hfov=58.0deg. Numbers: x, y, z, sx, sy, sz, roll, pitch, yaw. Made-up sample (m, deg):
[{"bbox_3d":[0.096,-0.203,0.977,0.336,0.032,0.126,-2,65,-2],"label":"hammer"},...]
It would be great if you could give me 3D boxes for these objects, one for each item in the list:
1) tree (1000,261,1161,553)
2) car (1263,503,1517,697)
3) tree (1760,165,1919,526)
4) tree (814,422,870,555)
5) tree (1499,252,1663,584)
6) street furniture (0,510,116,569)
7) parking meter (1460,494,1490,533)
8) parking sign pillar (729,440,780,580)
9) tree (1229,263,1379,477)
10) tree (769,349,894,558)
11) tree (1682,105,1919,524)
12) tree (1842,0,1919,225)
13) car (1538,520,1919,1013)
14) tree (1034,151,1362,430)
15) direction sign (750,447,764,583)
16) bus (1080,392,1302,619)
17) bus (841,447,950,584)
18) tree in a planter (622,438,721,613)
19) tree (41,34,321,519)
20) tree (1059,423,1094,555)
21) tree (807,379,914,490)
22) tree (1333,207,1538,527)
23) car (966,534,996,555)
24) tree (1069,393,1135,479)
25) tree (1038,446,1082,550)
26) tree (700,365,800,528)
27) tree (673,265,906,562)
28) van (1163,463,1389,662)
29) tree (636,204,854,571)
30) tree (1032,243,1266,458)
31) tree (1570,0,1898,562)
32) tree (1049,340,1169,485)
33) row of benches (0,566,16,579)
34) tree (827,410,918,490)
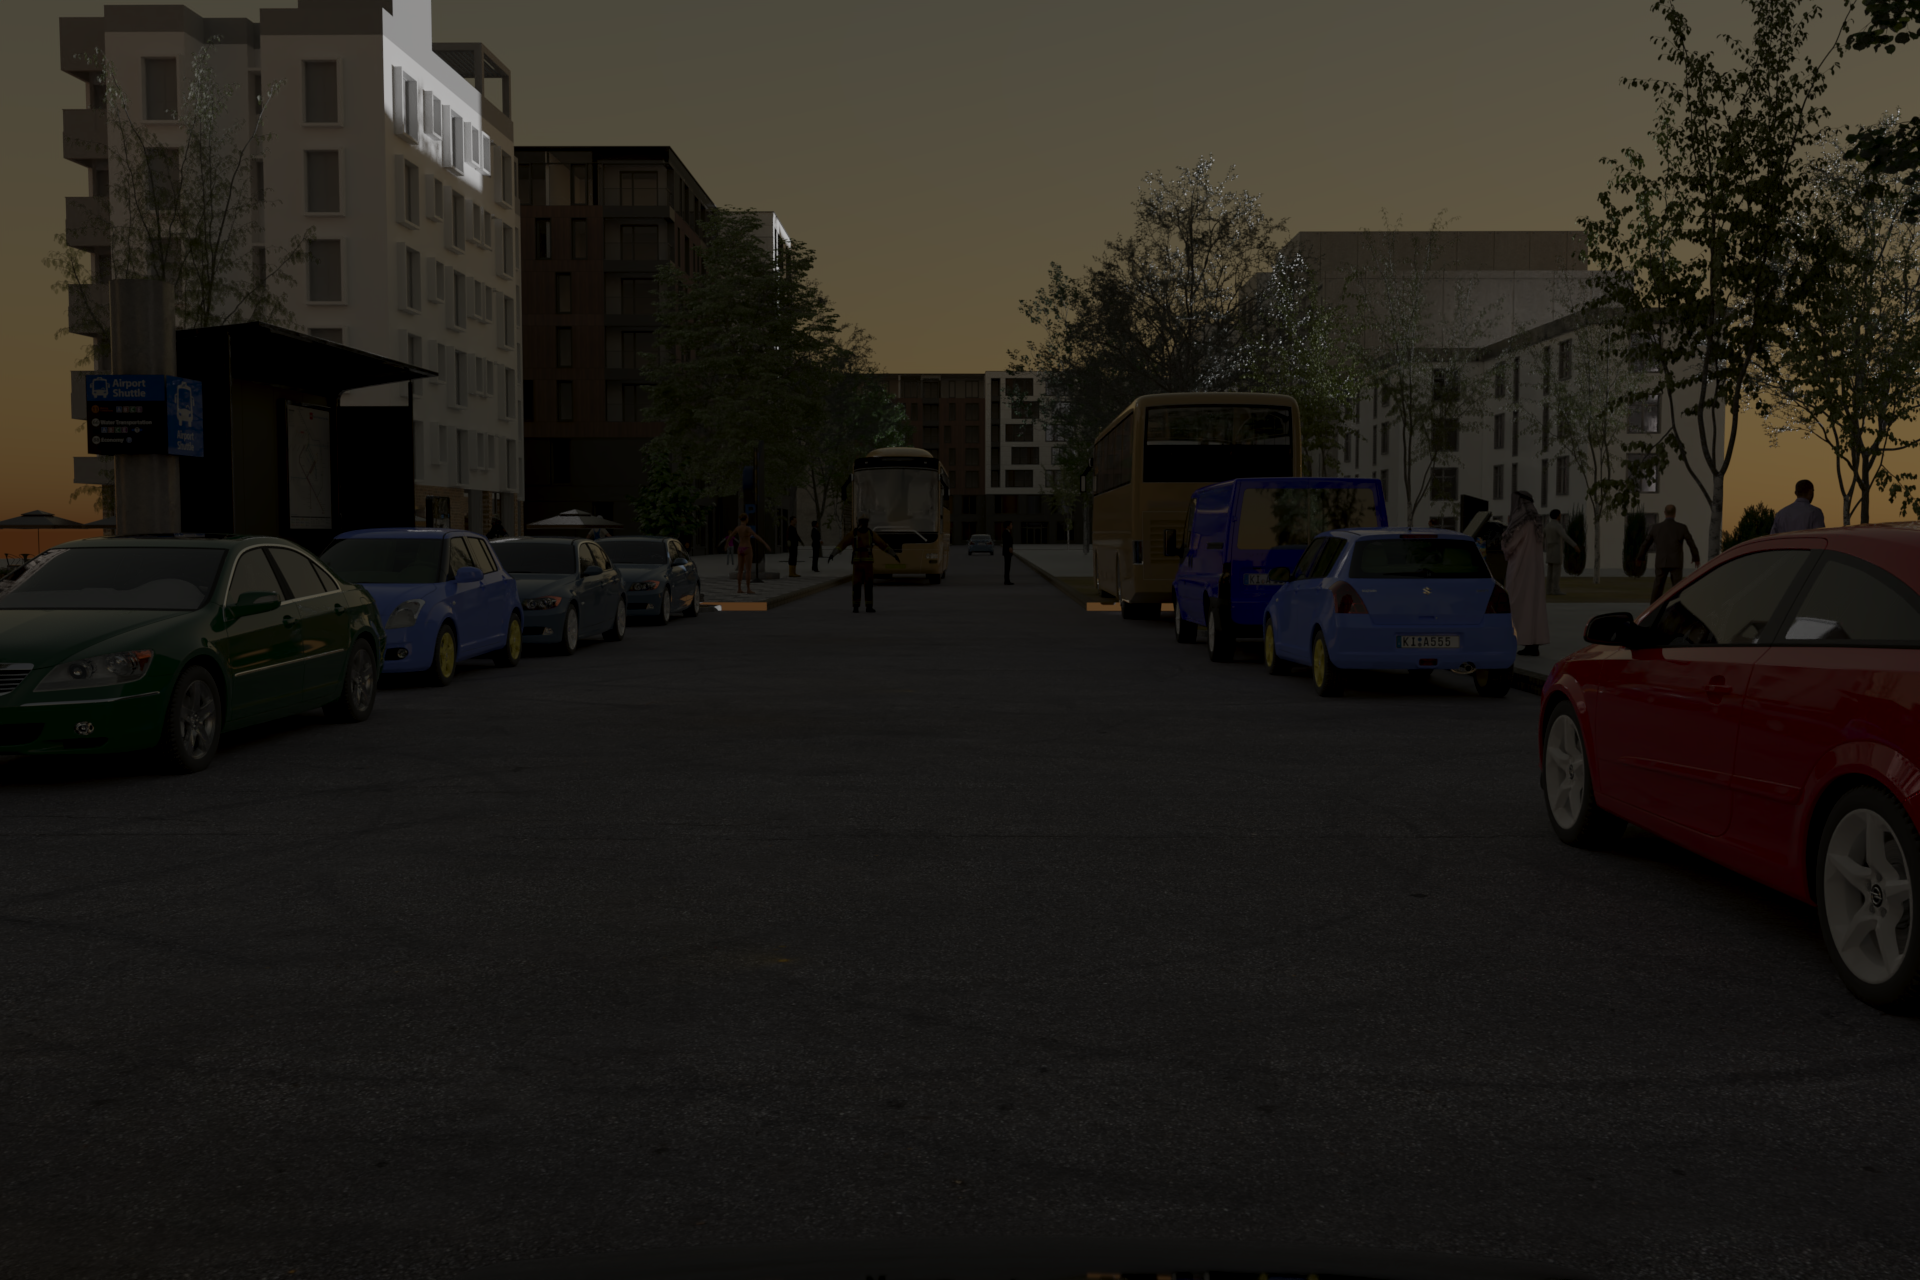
[{"bbox_3d":[8.551,-16.125,119.534,12.611,20.169,13.585,0,3,0],"label":"tree"},{"bbox_3d":[3.980,-0.425,16.539,1.945,1.707,3.694,0,4,0],"label":"car"},{"bbox_3d":[17.946,-5.158,34.693,4.737,8.622,4.395,0,3,0],"label":"tree"},{"bbox_3d":[-7.377,-9.658,108.273,4.737,8.622,4.395,0,3,0],"label":"tree"},{"bbox_3d":[16.734,-5.767,44.654,4.360,8.622,3.978,0,3,0],"label":"tree"},{"bbox_3d":[-31.716,-2.515,46.144,27.439,1.986,14.083,1,4,14],"label":"street furniture"},{"bbox_3d":[7.600,-1.216,25.585,0.399,1.863,0.255,0,4,1],"label":"parking meter"},{"bbox_3d":[-5.845,-3.713,49.182,1.447,3.967,1.447,0,4,2],"label":"parking sign pillar"},{"bbox_3d":[9.327,-5.861,46.186,4.737,8.622,4.395,0,3,0],"label":"tree"},{"bbox_3d":[-7.575,-10.298,94.119,9.928,11.665,9.643,0,3,0],"label":"tree"},{"bbox_3d":[26.612,-8.584,50.724,12.009,13.543,11.850,0,3,0],"label":"tree"},{"bbox_3d":[10.032,-6.376,10.899,9.857,13.997,8.962,0,3,0],"label":"tree"},{"bbox_3d":[3.643,0.146,6.654,2.155,1.783,4.494,0,4,1],"label":"car"},{"bbox_3d":[7.517,-8.946,56.636,12.009,13.543,11.850,0,3,0],"label":"tree"},{"bbox_3d":[-5.338,-3.270,45.469,0.379,3.537,0.876,0,4,0],"label":"direction sign"},{"bbox_3d":[3.964,-2.471,31.955,2.896,3.916,12.252,0,4,1],"label":"bus"},{"bbox_3d":[-1.678,-3.747,52.805,2.896,3.916,12.252,0,4,1],"label":"bus"},{"bbox_3d":[-5.527,-2.143,32.268,1.991,3.239,1.994,0,4,1],"label":"tree in a planter"},{"bbox_3d":[-11.709,-4.605,25.650,4.360,8.622,3.978,0,3,0],"label":"tree"},{"bbox_3d":[7.740,-9.460,105.028,4.737,8.622,4.395,0,3,0],"label":"tree"},{"bbox_3d":[-6.759,-11.751,117.890,9.928,11.665,9.643,0,3,0],"label":"tree"},{"bbox_3d":[10.167,-5.461,39.656,4.360,8.622,3.978,0,3,0],"label":"tree"},{"bbox_3d":[1.423,-6.450,117.464,2.014,1.417,4.499,0,4,1],"label":"car"},{"bbox_3d":[7.505,-8.193,84.320,4.360,8.622,3.978,0,3,0],"label":"tree"},{"bbox_3d":[8.467,-11.525,138.790,4.737,8.622,4.395,0,3,0],"label":"tree"},{"bbox_3d":[-8.062,-7.299,69.699,4.360,8.622,3.978,0,3,0],"label":"tree"},{"bbox_3d":[-7.679,-10.296,78.710,12.009,13.543,11.850,0,3,0],"label":"tree"},{"bbox_3d":[3.757,-1.017,21.016,2.240,2.365,5.245,0,4,0],"label":"van"},{"bbox_3d":[-7.605,-8.720,60.696,7.486,12.596,7.792,0,3,0],"label":"tree"},{"bbox_3d":[8.207,-9.928,72.699,12.009,13.543,11.850,0,3,0],"label":"tree"},{"bbox_3d":[9.716,-4.390,22.135,4.737,8.622,4.395,0,3,0],"label":"tree"},{"bbox_3d":[8.395,-10.102,90.918,9.928,11.665,9.643,0,3,0],"label":"tree"},{"bbox_3d":[-17.883,-1.065,32.874,1.422,0.672,4.104,0,4,1],"label":"row of benches"},{"bbox_3d":[-6.509,-12.735,133.972,9.928,11.665,9.643,0,3,0],"label":"tree"}]
